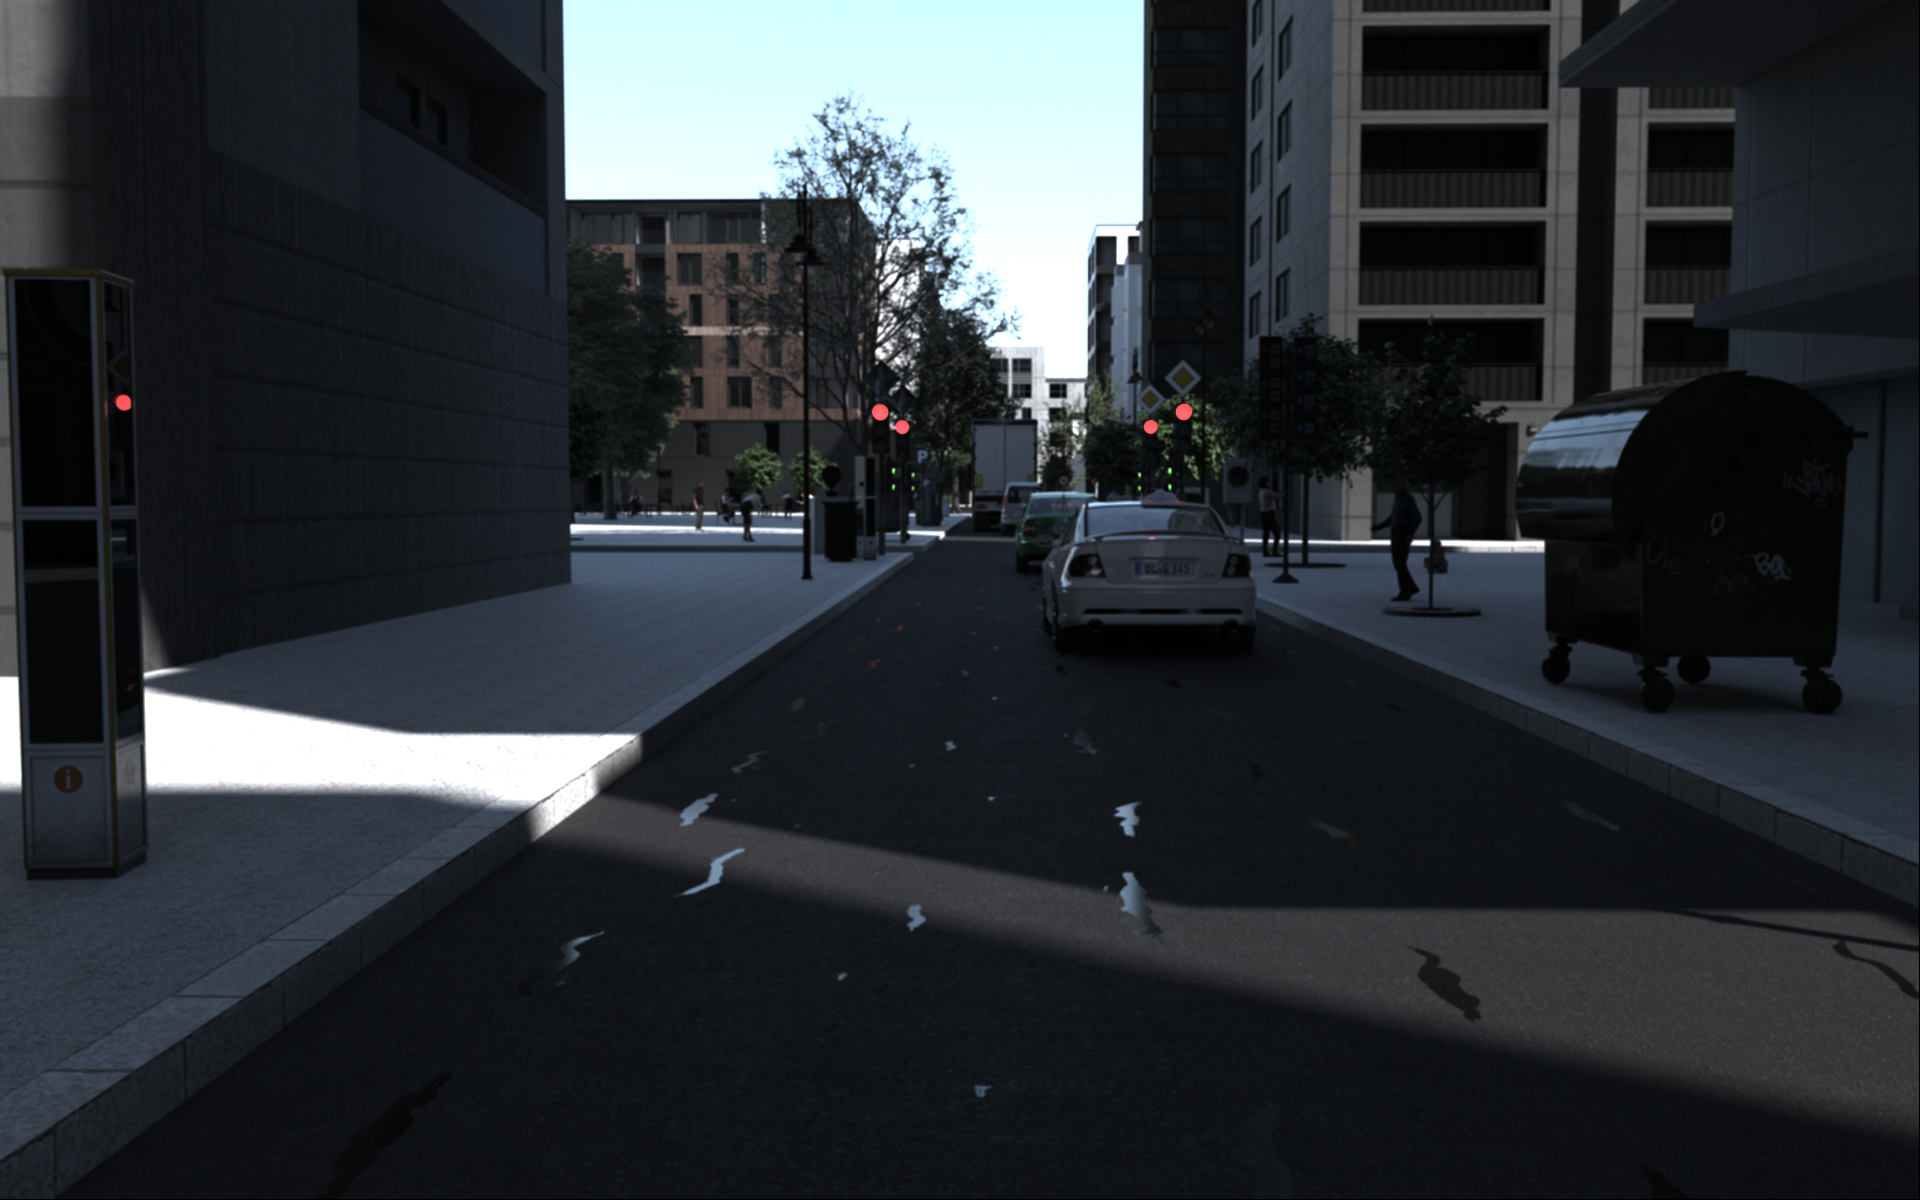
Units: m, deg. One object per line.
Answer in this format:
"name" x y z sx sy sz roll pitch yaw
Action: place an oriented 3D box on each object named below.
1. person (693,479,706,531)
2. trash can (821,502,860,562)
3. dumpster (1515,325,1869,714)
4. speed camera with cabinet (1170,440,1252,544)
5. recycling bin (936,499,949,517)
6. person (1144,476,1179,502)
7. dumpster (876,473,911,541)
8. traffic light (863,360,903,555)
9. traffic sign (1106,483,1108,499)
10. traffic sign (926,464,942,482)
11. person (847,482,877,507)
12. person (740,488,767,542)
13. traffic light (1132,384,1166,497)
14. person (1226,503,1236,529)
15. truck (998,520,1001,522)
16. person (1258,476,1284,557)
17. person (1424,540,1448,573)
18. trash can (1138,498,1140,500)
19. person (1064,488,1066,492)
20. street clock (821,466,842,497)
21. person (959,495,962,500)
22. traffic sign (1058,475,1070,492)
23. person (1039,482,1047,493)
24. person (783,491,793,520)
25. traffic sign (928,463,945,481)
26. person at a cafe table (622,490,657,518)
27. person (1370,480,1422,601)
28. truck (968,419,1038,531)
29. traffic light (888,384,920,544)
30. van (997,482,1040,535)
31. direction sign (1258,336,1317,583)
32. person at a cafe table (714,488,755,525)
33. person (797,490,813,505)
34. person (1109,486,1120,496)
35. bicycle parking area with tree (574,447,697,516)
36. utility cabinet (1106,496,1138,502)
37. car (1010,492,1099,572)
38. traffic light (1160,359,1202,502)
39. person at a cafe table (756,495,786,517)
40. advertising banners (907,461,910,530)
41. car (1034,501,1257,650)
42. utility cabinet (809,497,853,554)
"person" -8.947 -3.274 59.701 0.434 1.807 0.598 3 4 36
"trash can" -2.273 -1.303 32.957 0.748 1.137 0.748 0 3 0
"dumpster" 4.514 -0.512 10.862 1.502 2.255 1.985 0 4 1
"speed camera with cabinet" 6.384 -3.048 44.168 2.038 3.252 0.660 0 4 4
"recycling bin" -0.986 -5.155 96.837 0.722 1.027 0.722 0 4 7
"person" 3.190 -1.104 27.483 0.756 1.711 0.436 1 4 11
"dumpster" -1.999 -2.549 47.433 1.264 1.857 1.865 0 4 1
"traffic light" -1.632 -2.901 36.357 0.839 4.253 0.868 0 4 1
"traffic sign" 6.101 -4.392 71.817 0.884 2.594 0.081 0 4 8
"traffic sign" -1.202 -4.590 75.049 0.884 2.594 0.081 0 4 7
"person" -2.007 -1.802 35.636 0.598 1.807 0.434 1 4 8
"person" -5.597 -2.298 46.811 0.628 1.438 0.799 1 4 9
"traffic light" 4.820 -3.381 44.206 0.839 4.253 0.868 0 4 1
"person" 9.993 -3.538 64.021 0.434 1.807 0.598 3 5 44
"truck" 2.890 -6.513 96.239 2.967 4.110 18.799 0 4 0
"person" 6.391 -1.707 35.405 0.566 1.644 0.517 2 4 24
"person" 7.713 -0.706 28.065 0.381 0.543 0.357 1 4 14
"trash can" 6.071 -3.074 61.907 0.748 1.137 0.748 0 3 0
"person" 8.344 -7.991 137.256 0.990 1.755 0.434 -1 4 -20
"street clock" -3.265 -2.417 44.088 0.471 2.002 0.358 1 4 14
"person" -0.204 -10.056 173.713 1.065 1.426 0.557 2 4 33
"traffic sign" 6.860 -7.001 114.570 0.768 2.556 0.104 0 4 7
"person" 2.346 -2.364 47.709 0.434 1.755 0.990 0 4 -1
"person" -8.653 -4.758 87.024 0.799 1.438 0.628 3 4 36
"traffic sign" -1.067 -4.438 72.573 0.884 2.594 0.081 0 4 7
"person at a cafe table" -17.537 -5.245 94.262 1.698 1.524 1.622 -2 4 -27
"person" 5.254 -0.743 20.887 0.600 1.496 0.574 1 4 14
"truck" 1.711 -4.977 70.281 2.839 4.237 11.283 0 4 0
"traffic light" -1.440 -3.390 44.340 0.839 4.253 0.868 0 4 1
"van" 2.304 -3.339 61.607 2.013 2.044 4.112 0 4 2
"direction sign" 4.720 -2.019 25.001 0.876 3.537 0.379 -1 4 -12
"person at a cafe table" -9.326 -3.861 71.646 1.622 1.524 1.698 0 4 -5
"person" -5.355 -3.187 61.335 0.628 1.438 0.799 1 4 19
"person" 5.579 -3.337 62.672 0.516 1.574 0.319 0 4 -5
"bicycle parking area with tree" -20.558 -7.263 105.752 8.231 4.147 9.016 2 4 33
"utility cabinet" 5.396 -2.846 57.702 1.020 1.237 0.306 1 4 8
"car" 1.942 -1.486 33.095 1.959 1.807 4.718 0 4 2
"traffic light" 4.628 -2.893 36.223 0.839 4.253 0.868 0 4 1
"person at a cafe table" -10.541 -5.200 95.877 1.726 1.238 1.698 3 5 43
"advertising banners" -1.901 -3.960 60.939 0.090 3.025 2.074 0 4 7
"car" 1.797 -0.303 17.321 2.083 1.381 4.827 0 4 1
"utility cabinet" -2.716 -1.590 37.166 1.020 1.237 0.306 -2 4 -32
